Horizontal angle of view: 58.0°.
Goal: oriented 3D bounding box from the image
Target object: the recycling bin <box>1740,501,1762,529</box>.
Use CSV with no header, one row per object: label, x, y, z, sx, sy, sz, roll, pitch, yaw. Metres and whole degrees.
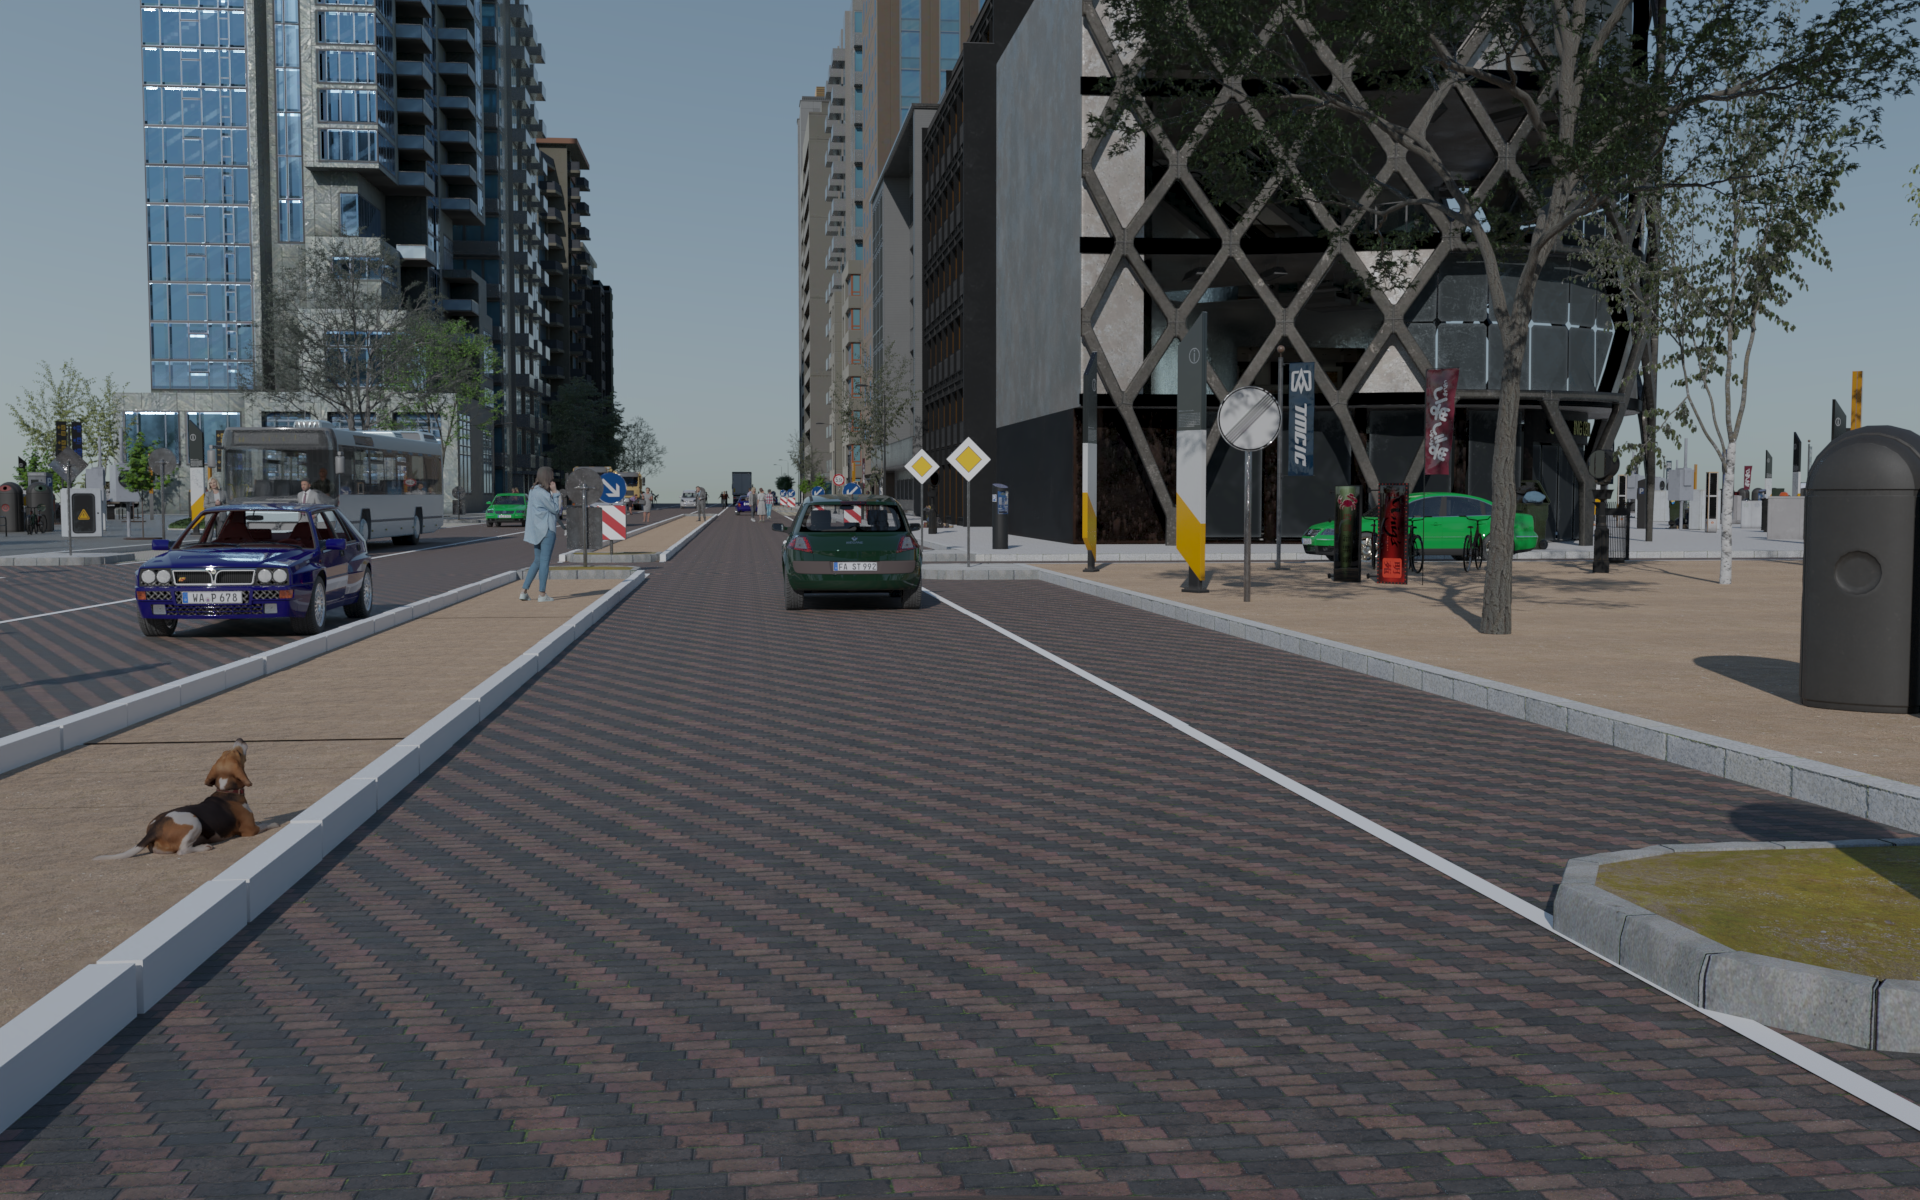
recycling bin,29.683,-3.203,64.931,0.722,1.027,0.722,2,4,26

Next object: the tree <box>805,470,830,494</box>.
tree,-11.145,-8.819,138.791,1.663,3.219,1.824,0,3,0

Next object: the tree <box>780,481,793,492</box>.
tree,-25.385,-15.712,251.489,1.663,3.219,1.824,0,3,0

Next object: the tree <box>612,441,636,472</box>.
tree,-43.673,-16.567,221.227,4.737,8.622,4.395,0,3,0

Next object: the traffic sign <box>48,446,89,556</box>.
traffic sign,-18.553,-1.984,36.074,0.795,2.450,0.064,0,4,-7

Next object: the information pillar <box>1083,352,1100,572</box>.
information pillar,2.131,-2.264,28.377,0.183,3.616,0.504,1,4,23

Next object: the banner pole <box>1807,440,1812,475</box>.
banner pole,39.171,-5.497,79.890,0.401,3.779,0.863,3,4,39

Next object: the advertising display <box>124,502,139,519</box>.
advertising display,-42.382,-5.088,88.405,0.123,1.923,0.974,2,4,30

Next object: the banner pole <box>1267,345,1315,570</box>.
banner pole,5.583,-2.392,29.120,0.863,3.779,0.401,3,4,38

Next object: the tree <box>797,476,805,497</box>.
tree,-16.350,-11.547,183.387,1.663,3.219,1.824,0,3,0

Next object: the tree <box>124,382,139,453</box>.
tree,-51.914,-9.441,104.730,4.737,8.622,4.395,0,3,0

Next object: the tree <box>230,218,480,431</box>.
tree,-26.857,-10.212,77.341,12.009,13.543,11.850,0,3,0

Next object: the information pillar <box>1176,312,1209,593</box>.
information pillar,3.019,-1.906,22.525,0.183,3.616,0.504,-2,4,-35

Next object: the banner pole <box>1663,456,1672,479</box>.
banner pole,46.486,-7.580,113.956,0.863,3.779,0.401,-1,4,-20

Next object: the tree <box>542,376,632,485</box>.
tree,-39.838,-17.017,184.877,9.857,13.997,8.962,0,3,0

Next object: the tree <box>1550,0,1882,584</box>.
tree,10.855,-4.546,24.687,4.360,8.622,3.978,0,3,0

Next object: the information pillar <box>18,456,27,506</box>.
information pillar,-57.465,-7.025,106.212,0.504,3.616,0.183,-3,5,-43

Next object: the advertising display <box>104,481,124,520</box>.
advertising display,-42.739,-5.010,87.128,0.123,1.923,0.974,3,4,36

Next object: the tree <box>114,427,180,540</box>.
tree,-23.128,-3.312,48.759,1.663,3.219,1.824,0,3,0

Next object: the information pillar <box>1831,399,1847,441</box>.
information pillar,21.684,-3.148,42.817,0.504,3.616,0.183,-2,4,-30

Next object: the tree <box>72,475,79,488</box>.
tree,-37.817,-4.794,72.987,1.663,3.219,1.824,0,3,0

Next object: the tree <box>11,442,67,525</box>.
tree,-34.578,-4.289,64.722,1.663,3.219,1.824,0,3,0

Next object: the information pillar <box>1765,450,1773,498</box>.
information pillar,42.793,-6.138,91.712,0.504,3.616,0.183,-2,4,-30

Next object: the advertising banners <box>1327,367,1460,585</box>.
advertising banners,6.142,-1.739,24.618,0.090,3.025,2.074,-3,5,-44

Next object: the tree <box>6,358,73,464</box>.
tree,-48.262,-8.702,92.644,4.737,8.622,4.395,0,3,0

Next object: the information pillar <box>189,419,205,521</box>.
information pillar,-23.961,-3.856,54.406,0.504,3.616,0.183,1,4,14

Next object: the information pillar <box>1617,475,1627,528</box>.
information pillar,25.104,-3.745,65.719,0.304,2.012,0.304,1,4,15

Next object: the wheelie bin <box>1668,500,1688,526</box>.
wheelie bin,29.087,-3.805,70.113,0.693,1.594,0.980,3,4,37

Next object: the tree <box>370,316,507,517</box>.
tree,-29.436,-10.518,97.727,9.928,11.665,9.643,0,3,0

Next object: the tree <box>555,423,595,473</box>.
tree,-38.955,-13.810,176.147,4.360,8.622,3.978,0,3,0

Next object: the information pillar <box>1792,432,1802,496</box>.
information pillar,31.342,-4.499,64.911,0.183,3.616,0.504,0,3,0

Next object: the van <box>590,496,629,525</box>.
van,-15.869,-4.333,77.853,2.013,2.044,4.112,-1,4,-9

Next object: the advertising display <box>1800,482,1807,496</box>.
advertising display,46.194,-5.456,94.425,0.974,1.923,0.123,0,4,-7

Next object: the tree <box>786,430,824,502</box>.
tree,-17.679,-15.005,195.691,4.360,8.622,3.978,0,3,0

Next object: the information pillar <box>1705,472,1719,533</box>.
information pillar,24.912,-3.237,57.417,0.304,2.012,0.304,0,4,5

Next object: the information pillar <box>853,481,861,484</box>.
information pillar,-5.936,-5.828,99.786,0.304,2.012,0.304,2,4,30

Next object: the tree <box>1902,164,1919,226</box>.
tree,15.548,-4.478,23.576,4.737,8.622,4.395,0,3,0

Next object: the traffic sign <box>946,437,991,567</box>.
traffic sign,0.147,-1.632,30.333,0.795,2.450,0.064,0,4,-7

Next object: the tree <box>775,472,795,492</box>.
tree,-26.458,-17.038,262.286,4.285,4.588,4.351,0,3,0

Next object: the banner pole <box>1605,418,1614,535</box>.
banner pole,20.455,-3.948,54.570,0.401,3.779,0.863,0,4,2

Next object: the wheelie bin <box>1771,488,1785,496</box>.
wheelie bin,43.688,-5.178,92.573,0.980,1.594,0.693,3,5,44

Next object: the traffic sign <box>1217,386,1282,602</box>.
traffic sign,3.416,-1.250,20.537,0.768,2.556,0.104,0,4,-3

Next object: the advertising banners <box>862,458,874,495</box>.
advertising banners,-4.450,-5.334,83.404,0.090,3.025,2.074,-1,4,-16

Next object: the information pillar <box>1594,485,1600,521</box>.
information pillar,28.811,-5.332,78.540,0.504,3.616,0.183,0,4,-4

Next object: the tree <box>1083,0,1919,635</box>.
tree,4.759,-4.948,15.310,8.767,10.594,7.601,2,4,25

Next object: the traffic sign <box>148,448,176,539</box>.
traffic sign,-21.929,-2.907,47.631,0.768,2.556,0.104,0,4,0

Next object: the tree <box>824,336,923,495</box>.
tree,-3.858,-7.909,79.667,4.360,8.622,3.978,0,3,0

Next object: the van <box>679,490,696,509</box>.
van,-26.620,-9.995,170.431,2.013,2.044,4.112,0,4,-6

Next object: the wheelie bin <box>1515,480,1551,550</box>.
wheelie bin,13.179,-1.964,40.026,0.693,1.594,0.980,-1,4,-20

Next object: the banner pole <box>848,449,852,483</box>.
banner pole,-6.185,-6.541,96.959,0.401,3.779,0.863,1,4,11

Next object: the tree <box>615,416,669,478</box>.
tree,-50.177,-21.890,268.273,12.009,13.543,11.850,0,3,0

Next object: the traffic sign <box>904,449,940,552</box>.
traffic sign,-0.843,-2.117,38.257,0.795,2.450,0.064,0,4,-7

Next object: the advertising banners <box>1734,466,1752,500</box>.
advertising banners,47.991,-6.787,107.161,0.090,3.025,2.074,-3,4,-37
